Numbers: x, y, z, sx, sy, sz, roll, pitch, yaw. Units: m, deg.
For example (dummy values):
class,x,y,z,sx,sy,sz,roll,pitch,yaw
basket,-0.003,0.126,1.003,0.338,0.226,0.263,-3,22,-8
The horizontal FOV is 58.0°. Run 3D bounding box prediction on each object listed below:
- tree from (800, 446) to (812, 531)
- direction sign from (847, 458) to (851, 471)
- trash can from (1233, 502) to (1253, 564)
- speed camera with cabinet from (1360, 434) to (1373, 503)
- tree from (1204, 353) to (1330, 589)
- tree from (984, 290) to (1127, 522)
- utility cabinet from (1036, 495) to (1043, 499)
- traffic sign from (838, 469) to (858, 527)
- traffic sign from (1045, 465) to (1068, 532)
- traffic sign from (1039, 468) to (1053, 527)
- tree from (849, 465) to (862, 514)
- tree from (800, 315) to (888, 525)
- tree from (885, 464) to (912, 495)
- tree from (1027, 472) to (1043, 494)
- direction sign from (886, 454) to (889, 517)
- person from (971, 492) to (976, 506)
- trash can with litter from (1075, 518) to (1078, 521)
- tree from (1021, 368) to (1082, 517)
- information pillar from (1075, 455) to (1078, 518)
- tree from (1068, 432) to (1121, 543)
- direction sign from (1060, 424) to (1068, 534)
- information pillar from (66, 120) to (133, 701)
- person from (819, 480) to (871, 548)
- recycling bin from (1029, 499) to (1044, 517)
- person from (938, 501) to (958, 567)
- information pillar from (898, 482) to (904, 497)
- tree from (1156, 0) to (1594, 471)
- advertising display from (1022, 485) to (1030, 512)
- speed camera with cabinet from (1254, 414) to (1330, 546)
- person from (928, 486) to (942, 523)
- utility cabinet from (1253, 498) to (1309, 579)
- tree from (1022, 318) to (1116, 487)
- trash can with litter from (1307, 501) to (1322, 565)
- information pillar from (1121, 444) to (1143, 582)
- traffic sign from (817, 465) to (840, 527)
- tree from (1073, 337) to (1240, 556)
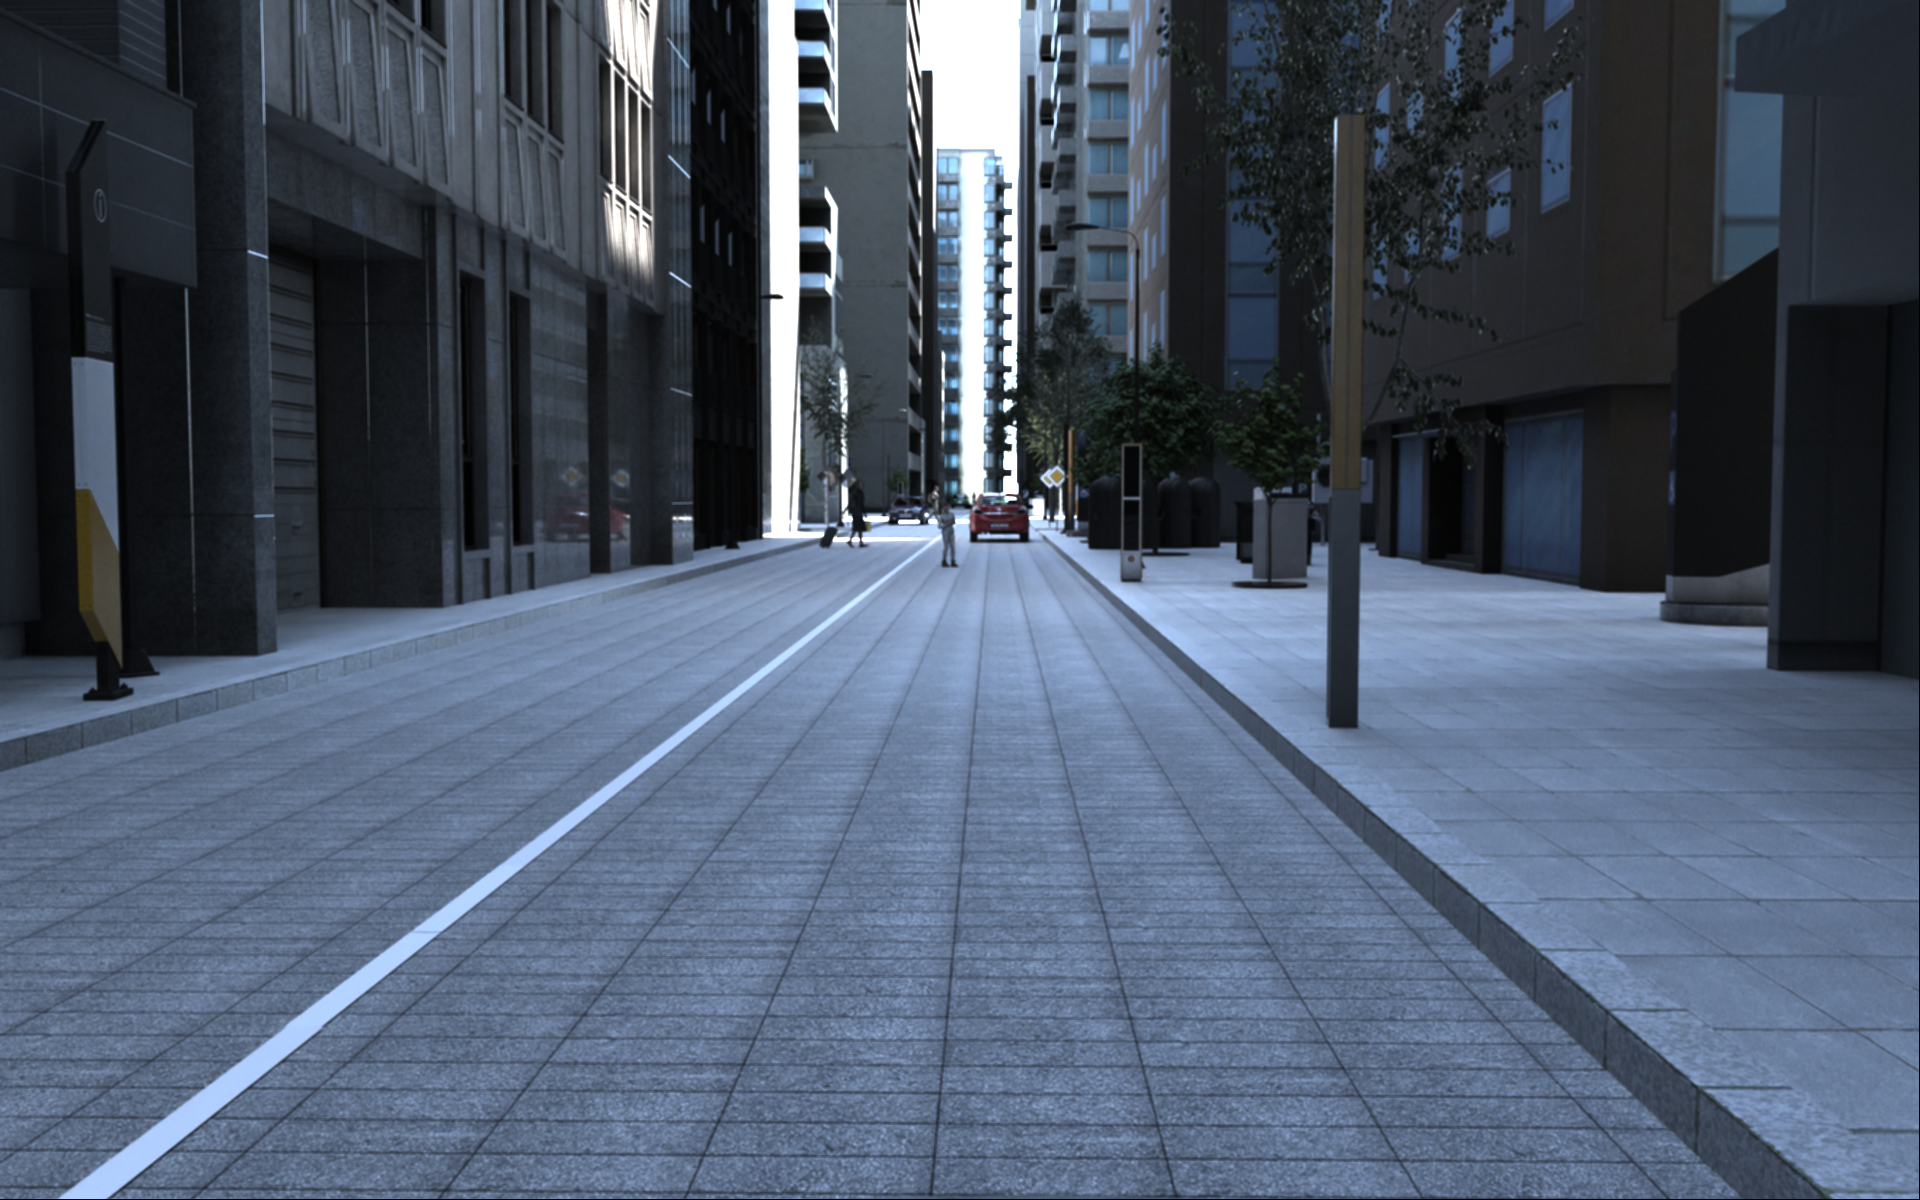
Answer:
class,x,y,z,sx,sy,sz,roll,pitch,yaw
tree,-5.709,-4.051,60.828,1.663,3.219,1.824,0,3,0
direction sign,-7.161,-7.172,109.256,0.379,3.537,0.876,2,4,33
trash can,5.441,-1.254,32.152,0.748,1.137,0.748,0,3,0
speed camera with cabinet,10.837,-3.042,44.073,2.038,3.252,0.660,0,4,6
tree,4.411,-1.788,23.835,1.663,3.219,1.824,0,3,0
tree,4.511,-8.847,79.063,7.601,10.594,8.767,1,4,22
utility cabinet,5.124,-6.118,111.195,0.306,1.237,1.020,0,4,-6
traffic sign,-4.361,-3.903,67.458,0.795,2.450,0.064,0,4,1
traffic sign,3.319,-3.404,59.296,0.795,2.450,0.064,0,4,1
traffic sign,3.481,-3.892,67.279,0.795,2.450,0.064,0,4,1
tree,-7.196,-7.229,112.802,1.663,3.219,1.824,0,3,0
tree,-5.346,-7.449,72.151,4.360,8.622,3.978,0,3,0
tree,-4.080,-7.196,112.249,1.663,3.219,1.824,0,3,0
tree,6.534,-9.262,146.035,1.663,3.219,1.824,0,3,0
direction sign,-4.066,-6.533,98.819,0.379,3.537,0.876,0,4,-1
person,1.610,-12.084,206.904,0.721,1.723,1.217,2,4,28
trash can with litter,6.105,-4.406,83.089,1.678,1.210,2.233,-2,4,-31
tree,5.431,-8.998,97.486,4.737,8.622,4.395,0,3,0
information pillar,6.381,-6.145,91.827,0.504,3.616,0.183,0,4,-7
tree,3.623,-3.128,45.750,1.663,3.219,1.824,0,3,0
direction sign,3.418,-3.917,56.040,0.379,3.537,0.876,1,4,11
information pillar,-5.354,-1.185,10.722,0.183,3.616,0.504,0,4,-7
person,-3.061,-2.310,46.479,1.509,1.804,0.699,-2,4,-26
recycling bin,4.239,-5.069,95.430,0.722,1.027,0.722,-1,4,-17
person,-0.214,-1.300,34.039,0.394,1.301,0.425,3,5,41
information pillar,-3.529,-6.063,103.621,0.304,2.012,0.304,1,4,16
tree,3.948,-4.108,17.521,4.360,8.622,3.978,0,3,0
advertising display,4.562,-6.993,119.541,0.123,1.923,0.974,-2,4,-26
speed camera with cabinet,8.224,-2.936,42.334,2.038,3.252,0.660,-1,4,-16
person,-1.287,-4.798,86.912,0.822,1.834,0.622,0,4,-2
utility cabinet,4.883,-0.934,26.429,1.020,1.237,0.306,-3,5,-42
tree,4.801,-7.423,71.728,4.360,8.622,3.978,0,3,0
trash can with litter,5.899,-1.203,31.064,1.055,1.170,0.624,-1,4,-22
information pillar,2.518,-1.277,25.369,0.304,2.012,0.304,1,4,8
traffic sign,-4.523,-3.415,59.474,0.795,2.450,0.064,0,4,1
tree,4.058,-3.226,36.462,4.285,4.588,4.351,0,3,0
